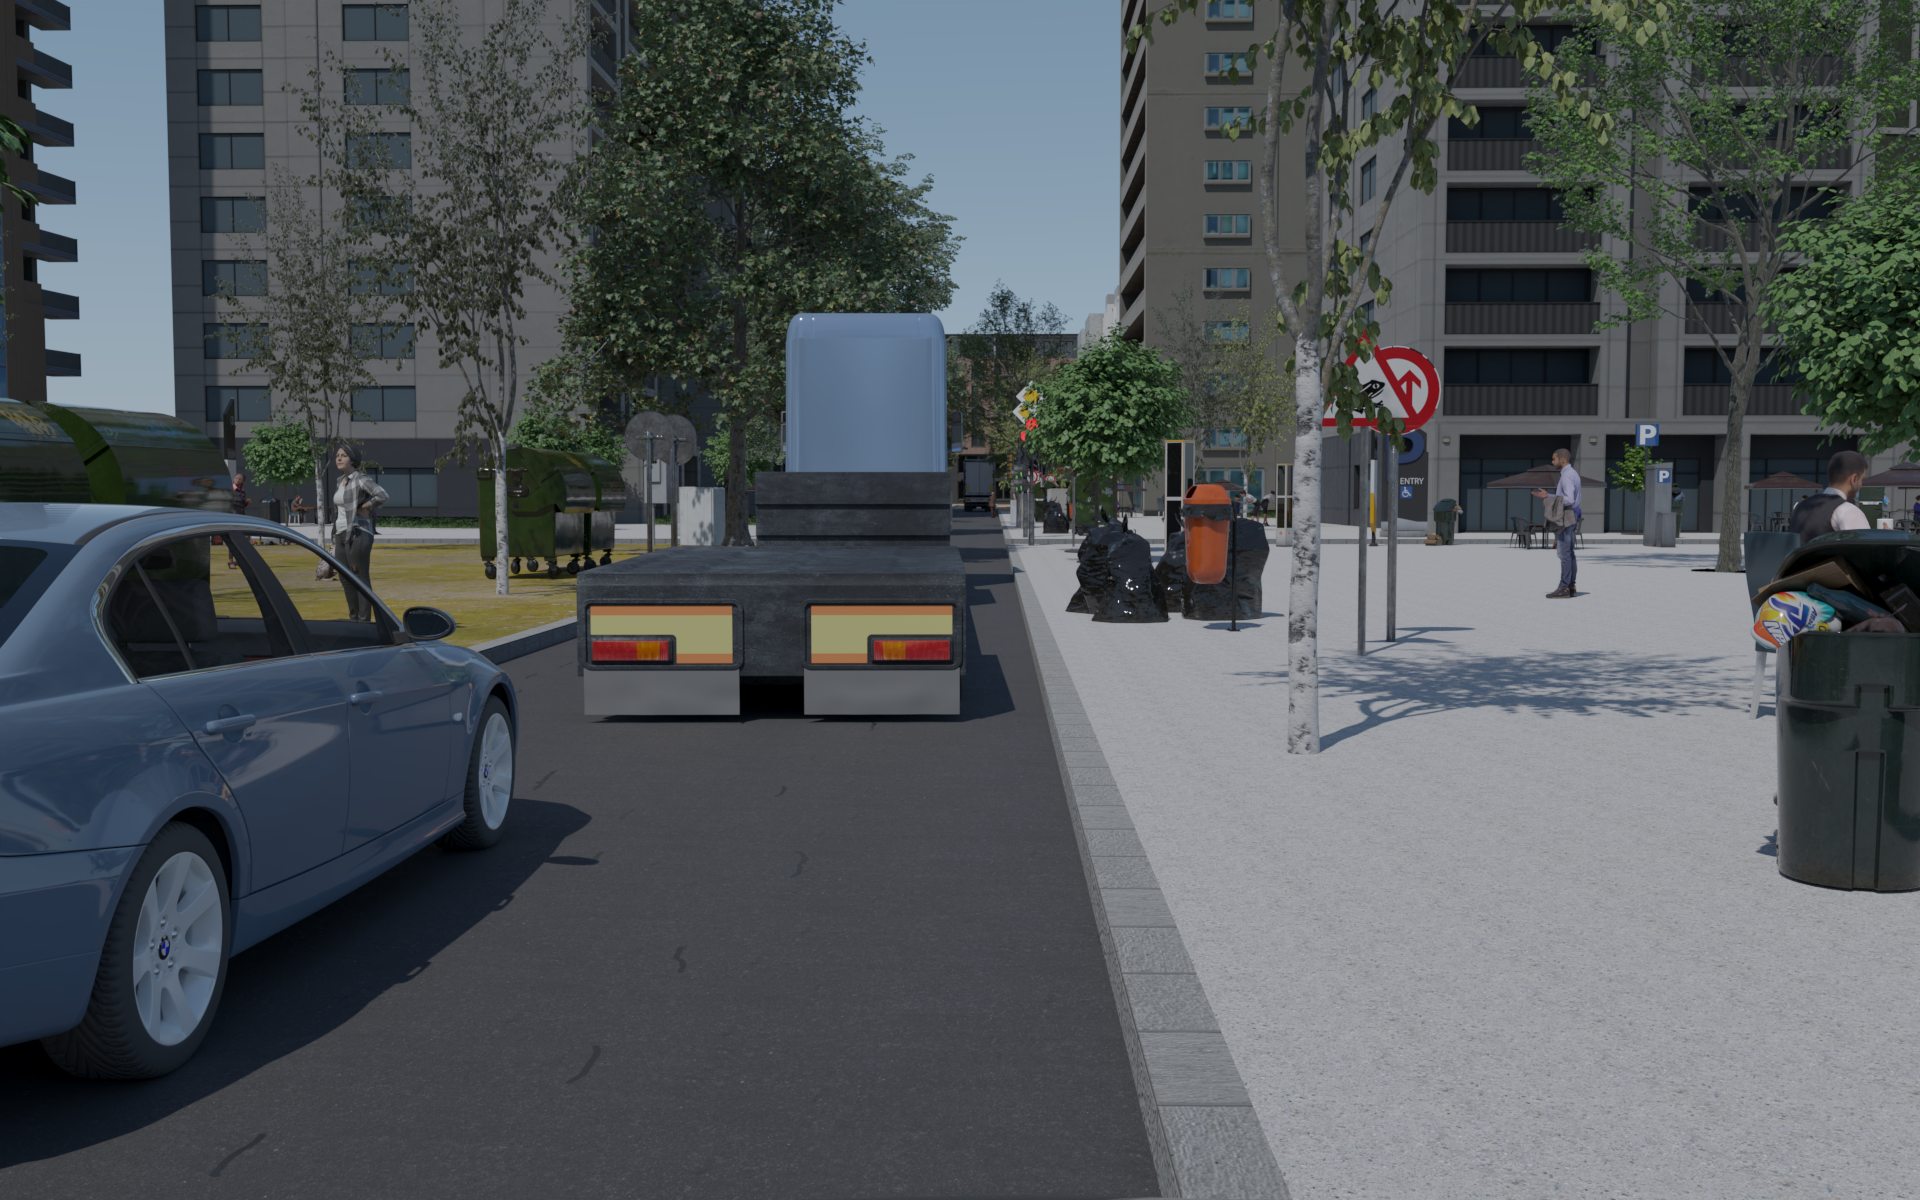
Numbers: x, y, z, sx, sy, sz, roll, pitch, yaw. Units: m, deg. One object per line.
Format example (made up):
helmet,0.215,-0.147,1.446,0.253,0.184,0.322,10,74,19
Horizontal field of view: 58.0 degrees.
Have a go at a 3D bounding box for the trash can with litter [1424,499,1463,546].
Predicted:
trash can with litter,12.000,-1.939,43.084,0.624,1.170,1.055,3,5,41

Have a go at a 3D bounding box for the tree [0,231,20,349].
tree,-23.100,-5.361,38.015,4.360,8.622,3.978,0,3,0

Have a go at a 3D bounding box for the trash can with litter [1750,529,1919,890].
trash can with litter,2.996,0.331,5.970,0.624,1.170,1.055,1,4,18

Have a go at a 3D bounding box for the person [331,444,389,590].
person,-5.579,-0.564,15.990,0.376,1.734,0.841,-3,4,-37

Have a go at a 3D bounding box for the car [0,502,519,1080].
car,-2.767,0.395,5.545,2.014,1.417,4.499,0,4,1

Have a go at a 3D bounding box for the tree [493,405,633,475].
tree,-14.436,-4.689,60.378,4.285,4.588,4.351,0,3,0

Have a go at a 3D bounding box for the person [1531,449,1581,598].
person,7.360,-0.950,21.450,0.599,1.838,0.709,2,4,25

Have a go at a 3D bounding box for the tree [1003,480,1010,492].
tree,5.179,-10.655,168.815,1.663,3.219,1.824,0,3,0

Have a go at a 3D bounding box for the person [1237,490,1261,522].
person,10.438,-3.250,62.373,0.799,1.438,0.628,-3,4,-36

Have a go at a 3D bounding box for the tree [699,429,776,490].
tree,-9.508,-5.565,74.703,4.285,4.588,4.351,0,3,0

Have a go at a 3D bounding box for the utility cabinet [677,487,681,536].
utility cabinet,-8.396,-2.692,52.685,0.318,1.500,1.173,-2,4,-27

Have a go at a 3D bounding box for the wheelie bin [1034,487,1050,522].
wheelie bin,3.829,-4.361,79.216,0.980,1.594,0.693,3,5,44

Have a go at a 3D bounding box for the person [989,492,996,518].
person,1.933,-5.691,103.813,0.482,1.546,0.388,-1,4,-19

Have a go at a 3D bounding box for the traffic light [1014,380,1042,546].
traffic light,1.756,-3.304,42.933,0.839,4.253,0.868,0,4,1

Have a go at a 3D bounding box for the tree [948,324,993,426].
tree,-0.499,-20.561,192.056,12.611,20.169,13.585,0,3,0

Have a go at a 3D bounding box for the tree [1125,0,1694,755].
tree,1.943,-3.546,8.347,4.737,8.622,4.395,0,3,0

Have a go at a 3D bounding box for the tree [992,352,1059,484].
tree,5.423,-13.138,132.927,7.486,12.596,7.792,0,3,0

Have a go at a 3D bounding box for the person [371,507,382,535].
person,-18.338,-2.914,54.136,0.568,1.767,0.683,0,4,8

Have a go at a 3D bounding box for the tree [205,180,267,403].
tree,-14.390,-5.393,38.542,4.360,8.622,3.978,0,3,0

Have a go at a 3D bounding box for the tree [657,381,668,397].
tree,-18.795,-9.161,100.151,4.737,8.622,4.395,0,3,0

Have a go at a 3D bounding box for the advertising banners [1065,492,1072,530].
advertising banners,4.292,-4.100,63.220,0.090,3.025,2.074,2,4,27

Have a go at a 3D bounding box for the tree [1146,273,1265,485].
tree,8.098,-6.628,58.730,4.360,8.622,3.978,0,3,0

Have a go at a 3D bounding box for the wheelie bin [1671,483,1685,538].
wheelie bin,20.574,-2.591,50.268,0.980,1.594,0.693,-1,4,-18

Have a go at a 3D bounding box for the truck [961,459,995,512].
truck,1.532,-9.571,145.399,2.839,4.237,11.283,0,4,0

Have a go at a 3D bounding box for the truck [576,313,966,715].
truck,-1.313,-1.852,20.036,2.967,4.110,18.799,0,4,-1

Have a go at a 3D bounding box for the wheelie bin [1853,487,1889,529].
wheelie bin,26.337,-2.580,50.087,0.980,1.594,0.693,2,4,34

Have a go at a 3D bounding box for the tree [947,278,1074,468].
tree,2.464,-8.619,75.326,7.601,10.594,8.767,0,4,1

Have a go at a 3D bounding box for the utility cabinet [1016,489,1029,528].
utility cabinet,2.351,-3.468,65.381,0.318,1.500,1.173,0,4,-8

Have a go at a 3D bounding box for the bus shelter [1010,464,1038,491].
bus shelter,3.980,-7.056,109.292,2.014,3.302,5.546,0,4,1

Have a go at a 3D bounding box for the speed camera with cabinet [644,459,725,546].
speed camera with cabinet,-6.761,-2.948,42.529,2.038,3.252,0.660,2,4,26

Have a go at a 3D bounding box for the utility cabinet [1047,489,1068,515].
utility cabinet,4.138,-3.824,71.196,1.173,1.500,0.318,-2,4,-34

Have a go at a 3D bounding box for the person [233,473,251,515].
person,-12.358,-1.356,29.677,0.415,1.643,0.593,-1,4,-22

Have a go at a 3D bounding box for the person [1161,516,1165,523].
person,9.260,-4.226,77.344,0.471,1.553,0.569,2,4,35

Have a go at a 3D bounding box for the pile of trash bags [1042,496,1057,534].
pile of trash bags,3.692,-2.917,57.449,1.912,1.369,3.447,0,4,7

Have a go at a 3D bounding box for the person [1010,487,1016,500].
person,2.791,-5.051,88.750,0.434,1.807,0.598,0,4,-7

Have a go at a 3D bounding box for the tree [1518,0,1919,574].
tree,12.741,-6.250,27.940,9.928,11.665,9.643,0,3,0

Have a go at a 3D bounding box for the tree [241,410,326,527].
tree,-26.623,-5.178,68.372,4.285,4.588,4.351,0,3,0

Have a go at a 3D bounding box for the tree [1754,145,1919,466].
tree,8.919,-1.946,15.532,4.285,4.588,4.351,0,3,0

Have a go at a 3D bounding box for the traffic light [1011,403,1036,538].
traffic light,1.911,-3.792,50.917,0.839,4.253,0.868,0,4,1

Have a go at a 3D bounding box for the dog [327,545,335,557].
dog,-9.349,-0.692,25.693,0.800,0.831,0.513,2,4,24

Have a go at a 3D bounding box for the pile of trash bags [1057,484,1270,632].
pile of trash bags,2.210,-0.479,17.577,1.912,1.369,3.447,0,4,-5

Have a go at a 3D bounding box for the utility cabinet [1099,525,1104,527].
utility cabinet,4.880,-3.016,60.471,1.020,1.237,0.306,2,4,31

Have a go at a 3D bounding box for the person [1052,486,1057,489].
person,4.636,-4.566,82.155,0.517,1.644,0.566,-2,4,-30

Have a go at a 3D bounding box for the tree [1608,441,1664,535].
tree,21.229,-3.663,54.497,1.663,3.219,1.824,0,3,0

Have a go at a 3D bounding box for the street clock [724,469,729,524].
street clock,-6.797,-2.825,50.753,0.358,2.002,0.471,-1,4,-9

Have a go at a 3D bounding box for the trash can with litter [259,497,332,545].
trash can with litter,-16.927,-1.975,43.342,2.233,1.210,1.678,0,4,1

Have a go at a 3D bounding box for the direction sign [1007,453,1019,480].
direction sign,2.975,-6.273,94.562,0.876,3.537,0.379,1,4,17

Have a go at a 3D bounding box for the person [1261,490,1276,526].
person,12.470,-3.710,69.886,0.628,1.438,0.799,1,4,19
